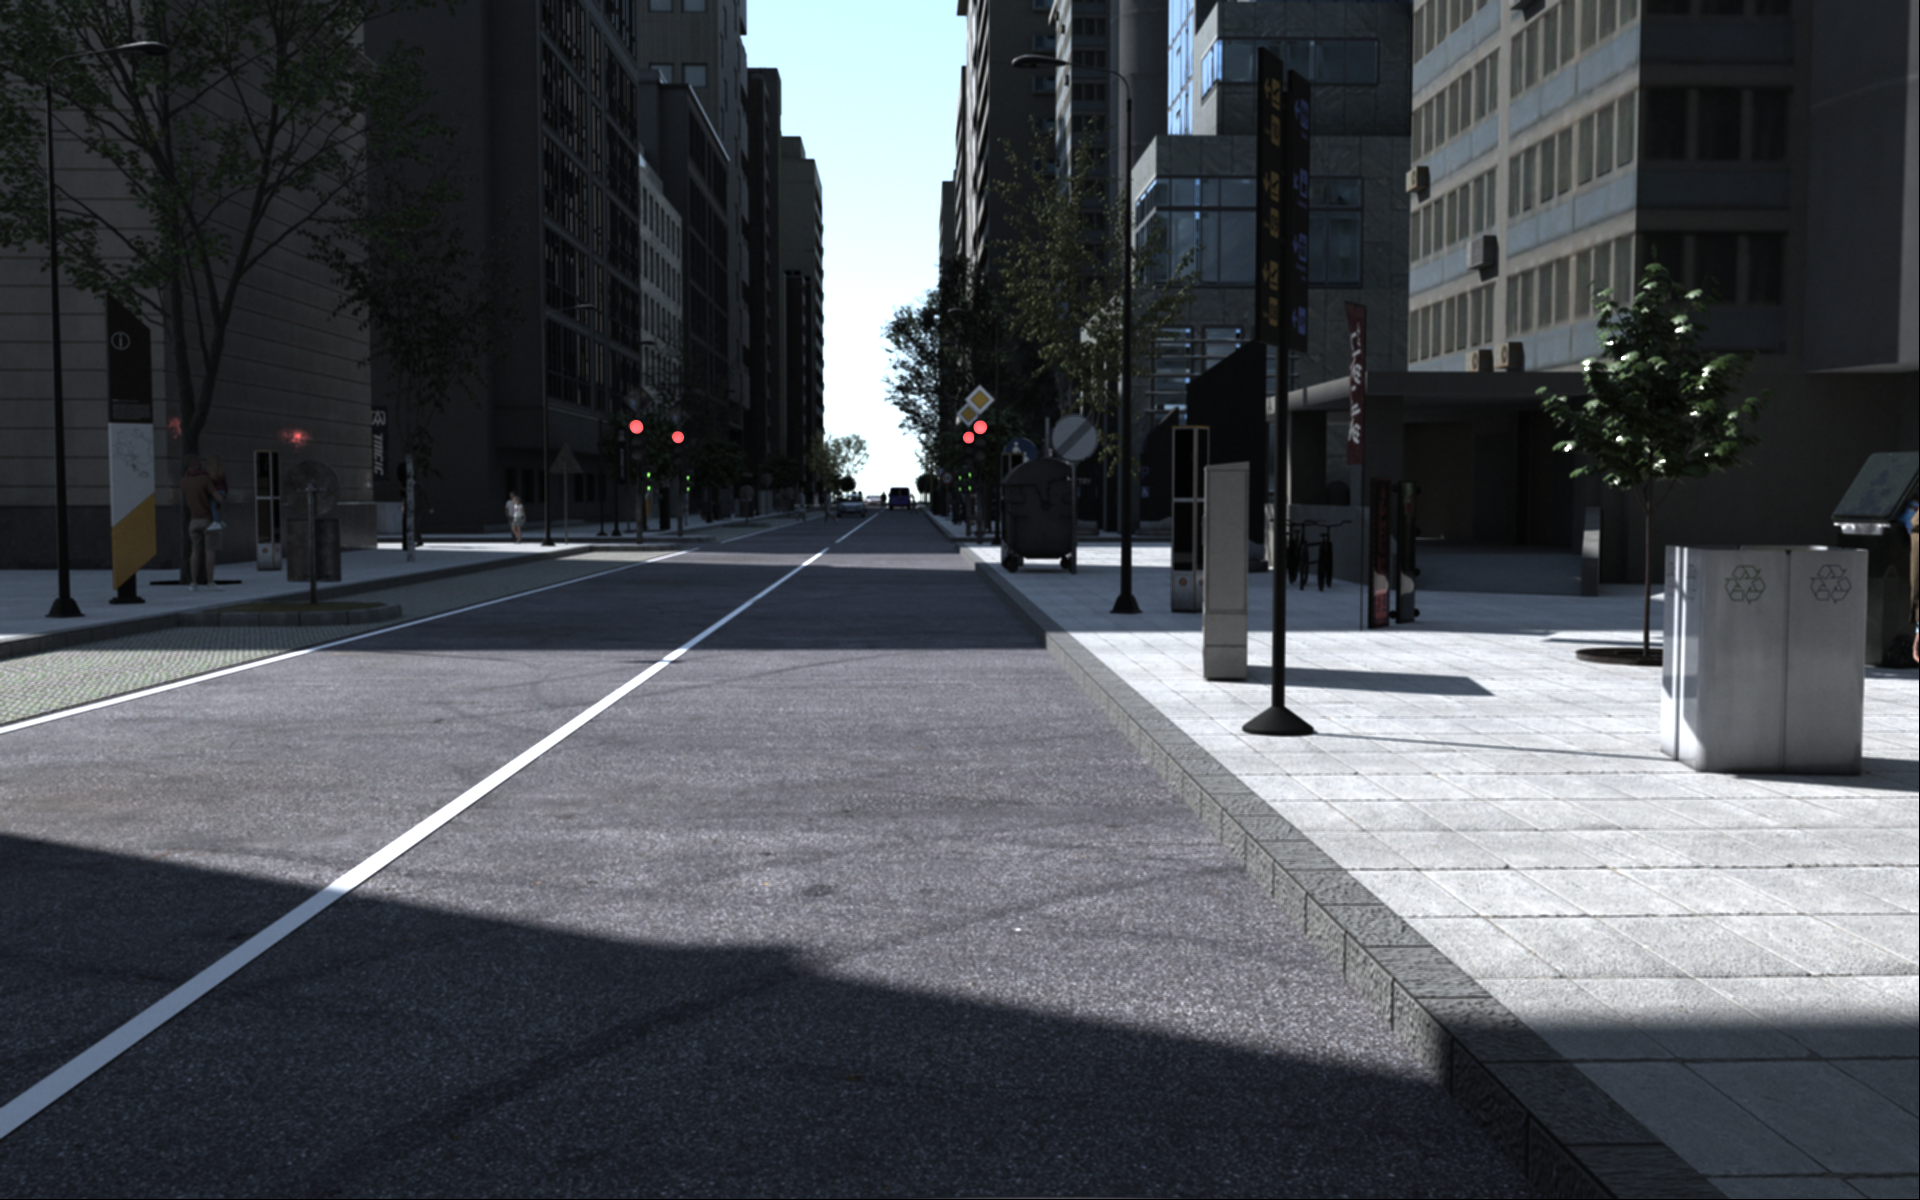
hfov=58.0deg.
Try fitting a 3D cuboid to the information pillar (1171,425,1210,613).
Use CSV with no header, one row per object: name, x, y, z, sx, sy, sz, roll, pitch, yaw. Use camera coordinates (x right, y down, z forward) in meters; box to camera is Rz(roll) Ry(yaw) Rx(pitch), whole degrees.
information pillar,2.489,-0.871,18.741,0.304,2.012,0.304,3,4,36

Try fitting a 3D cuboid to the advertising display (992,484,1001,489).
advertising display,2.382,-6.748,115.539,0.974,1.923,0.123,1,4,16

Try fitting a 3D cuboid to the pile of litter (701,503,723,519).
pile of litter,-12.758,-4.597,89.119,1.176,0.858,1.719,0,4,-5

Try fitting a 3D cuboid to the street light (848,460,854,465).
street light,-15.703,-16.255,238.308,1.470,5.913,1.316,0,4,-2

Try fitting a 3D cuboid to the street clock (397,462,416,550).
street clock,-12.576,-2.131,39.412,0.358,2.002,0.471,1,4,9

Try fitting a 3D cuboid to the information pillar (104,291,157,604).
information pillar,-9.708,-1.768,20.261,0.504,3.616,0.183,-3,5,-43

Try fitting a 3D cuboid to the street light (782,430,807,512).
street light,-12.323,-9.537,128.472,1.470,5.913,1.316,0,4,-2

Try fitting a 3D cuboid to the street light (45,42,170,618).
street light,-8.823,-2.777,17.952,1.470,5.913,1.316,0,4,-2

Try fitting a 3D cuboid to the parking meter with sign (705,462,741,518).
parking meter with sign,-12.651,-5.913,92.936,1.738,3.016,0.543,-1,4,-10

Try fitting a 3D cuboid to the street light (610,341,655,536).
street light,-9.922,-4.895,52.580,1.470,5.913,1.316,0,4,-2

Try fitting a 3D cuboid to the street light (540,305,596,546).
street light,-9.646,-4.289,42.665,1.470,5.913,1.316,0,4,-2

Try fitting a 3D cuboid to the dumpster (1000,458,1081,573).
dumpster,1.344,-1.412,28.847,1.264,1.857,1.865,0,4,-2

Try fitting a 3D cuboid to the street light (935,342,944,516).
street light,0.060,-4.920,52.984,1.470,5.913,1.316,0,4,-2

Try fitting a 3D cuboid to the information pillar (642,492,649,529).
information pillar,-11.699,-4.464,64.344,0.183,3.616,0.504,1,4,16

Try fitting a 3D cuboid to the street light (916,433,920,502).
street light,-2.348,-9.627,129.940,1.470,5.913,1.316,0,4,-2

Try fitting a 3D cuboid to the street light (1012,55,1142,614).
street light,1.254,-2.813,18.530,1.470,5.913,1.316,0,4,-2

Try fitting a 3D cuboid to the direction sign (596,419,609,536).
direction sign,-10.970,-3.731,52.994,0.379,3.537,0.876,0,4,-7

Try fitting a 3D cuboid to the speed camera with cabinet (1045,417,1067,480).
speed camera with cabinet,1.994,-3.034,43.938,0.660,3.252,2.038,3,4,36

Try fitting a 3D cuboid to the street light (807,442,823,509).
street light,-13.021,-11.095,153.938,1.470,5.913,1.316,0,4,-2

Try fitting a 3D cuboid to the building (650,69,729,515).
building,-22.513,-19.198,107.390,14.314,27.812,24.014,0,4,-2

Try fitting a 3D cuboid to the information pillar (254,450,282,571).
information pillar,-11.588,-1.499,29.006,0.304,2.012,0.304,0,4,4

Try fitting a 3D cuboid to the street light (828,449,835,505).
street light,-13.761,-12.589,178.365,1.470,5.913,1.316,0,4,-2

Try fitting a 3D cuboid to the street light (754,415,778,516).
street light,-11.404,-7.904,101.772,1.470,5.913,1.316,0,4,-2

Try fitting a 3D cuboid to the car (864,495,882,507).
car,-9.893,-11.280,196.789,2.083,1.381,4.827,0,4,-3

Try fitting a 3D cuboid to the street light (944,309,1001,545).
street light,0.403,-4.344,43.561,1.470,5.913,1.316,0,4,-2

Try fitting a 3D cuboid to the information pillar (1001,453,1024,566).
information pillar,0.936,-1.617,30.926,0.304,2.012,0.304,-2,4,-30

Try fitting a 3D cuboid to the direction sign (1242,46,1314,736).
direction sign,1.718,-1.055,9.251,0.379,3.537,0.876,2,4,27

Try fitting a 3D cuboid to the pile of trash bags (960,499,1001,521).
pile of trash bags,1.470,-4.445,82.435,1.912,1.369,3.447,-3,5,-41

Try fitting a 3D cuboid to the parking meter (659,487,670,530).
parking meter,-10.642,-3.305,62.445,0.372,1.533,0.369,0,3,0

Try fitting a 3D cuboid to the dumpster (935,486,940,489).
dumpster,-1.251,-7.076,121.444,1.264,1.857,1.865,0,4,-2

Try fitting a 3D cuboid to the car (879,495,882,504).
car,-12.289,-14.802,254.584,1.945,1.354,3.894,0,4,-3

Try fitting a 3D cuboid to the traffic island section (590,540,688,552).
traffic island section,-8.209,-1.344,44.261,2.009,0.180,2.903,0,4,-2

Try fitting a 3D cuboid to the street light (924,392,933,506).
street light,-0.768,-6.414,77.409,1.470,5.913,1.316,0,4,-2

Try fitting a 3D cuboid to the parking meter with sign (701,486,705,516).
parking meter with sign,-14.032,-6.067,95.460,0.543,3.016,1.738,-2,4,-24

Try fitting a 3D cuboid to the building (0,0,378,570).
building,-25.653,-14.476,33.944,25.104,27.353,12.463,0,4,-2

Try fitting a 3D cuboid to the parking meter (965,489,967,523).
parking meter,0.387,-4.146,76.195,0.372,1.533,0.369,0,3,0

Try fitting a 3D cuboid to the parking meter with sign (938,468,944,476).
parking meter with sign,-1.138,-7.250,114.803,0.543,3.016,1.738,0,4,-6

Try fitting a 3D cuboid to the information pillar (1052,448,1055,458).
information pillar,4.116,-5.047,73.874,0.183,3.616,0.504,-2,4,-35

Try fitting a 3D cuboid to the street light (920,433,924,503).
street light,-1.431,-7.908,101.840,1.470,5.913,1.316,0,4,-2

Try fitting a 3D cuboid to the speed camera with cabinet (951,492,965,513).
speed camera with cabinet,0.243,-6.994,108.687,0.660,3.252,2.038,3,4,36

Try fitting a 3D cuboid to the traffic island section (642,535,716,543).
traffic island section,-8.458,-1.832,52.242,2.009,0.180,2.903,0,4,-2

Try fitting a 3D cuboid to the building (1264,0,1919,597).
building,21.644,-20.636,29.280,32.217,40.220,23.993,0,4,-2

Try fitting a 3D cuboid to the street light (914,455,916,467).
street light,-3.100,-11.121,154.368,1.470,5.913,1.316,0,4,-2

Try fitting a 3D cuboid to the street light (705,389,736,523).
street light,-10.624,-6.390,77.009,1.470,5.913,1.316,0,4,-2

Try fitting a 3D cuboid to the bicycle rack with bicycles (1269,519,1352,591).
bicycle rack with bicycles,4.276,-0.670,24.335,2.852,0.926,2.925,2,4,24

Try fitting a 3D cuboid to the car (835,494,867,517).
car,-6.813,-5.886,108.243,2.014,1.417,4.499,0,4,-3
